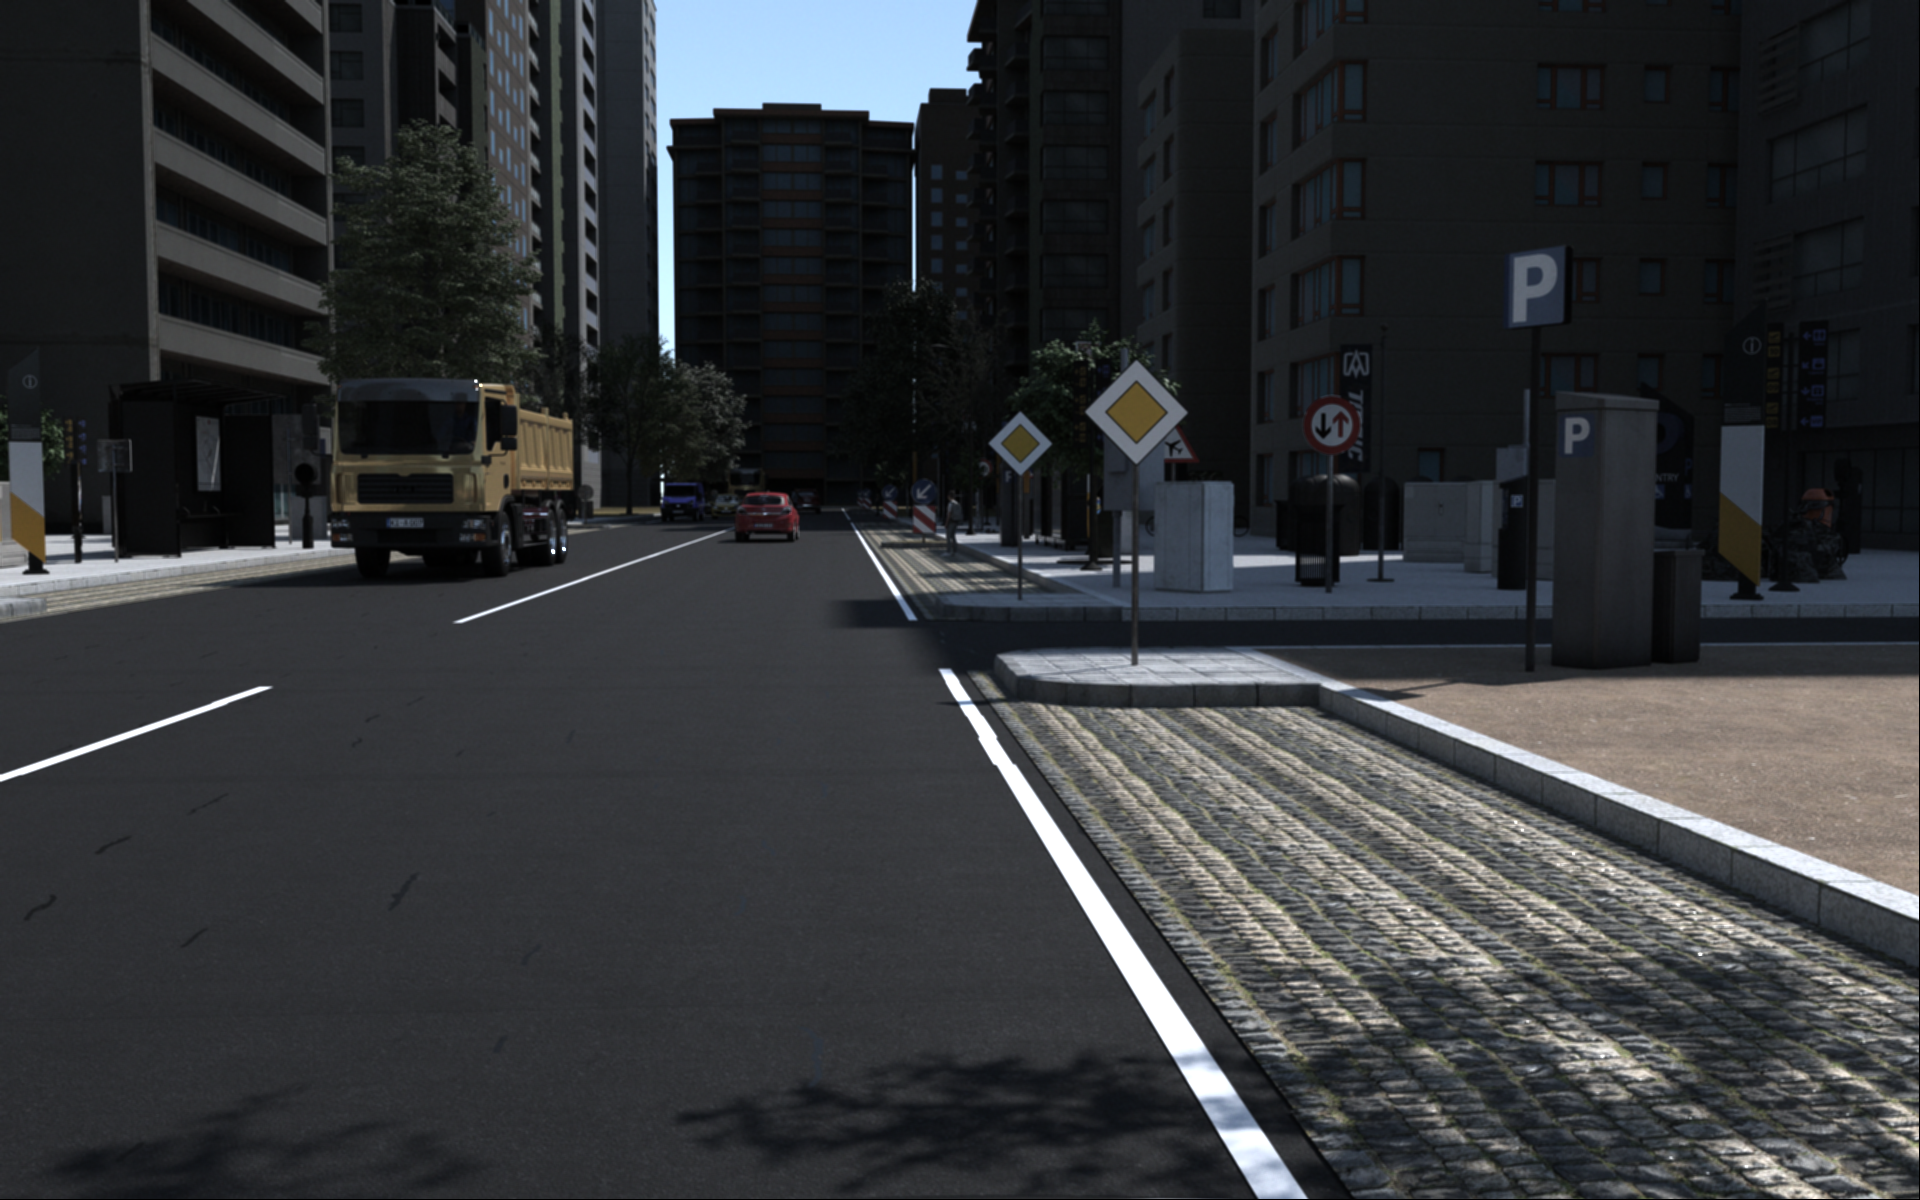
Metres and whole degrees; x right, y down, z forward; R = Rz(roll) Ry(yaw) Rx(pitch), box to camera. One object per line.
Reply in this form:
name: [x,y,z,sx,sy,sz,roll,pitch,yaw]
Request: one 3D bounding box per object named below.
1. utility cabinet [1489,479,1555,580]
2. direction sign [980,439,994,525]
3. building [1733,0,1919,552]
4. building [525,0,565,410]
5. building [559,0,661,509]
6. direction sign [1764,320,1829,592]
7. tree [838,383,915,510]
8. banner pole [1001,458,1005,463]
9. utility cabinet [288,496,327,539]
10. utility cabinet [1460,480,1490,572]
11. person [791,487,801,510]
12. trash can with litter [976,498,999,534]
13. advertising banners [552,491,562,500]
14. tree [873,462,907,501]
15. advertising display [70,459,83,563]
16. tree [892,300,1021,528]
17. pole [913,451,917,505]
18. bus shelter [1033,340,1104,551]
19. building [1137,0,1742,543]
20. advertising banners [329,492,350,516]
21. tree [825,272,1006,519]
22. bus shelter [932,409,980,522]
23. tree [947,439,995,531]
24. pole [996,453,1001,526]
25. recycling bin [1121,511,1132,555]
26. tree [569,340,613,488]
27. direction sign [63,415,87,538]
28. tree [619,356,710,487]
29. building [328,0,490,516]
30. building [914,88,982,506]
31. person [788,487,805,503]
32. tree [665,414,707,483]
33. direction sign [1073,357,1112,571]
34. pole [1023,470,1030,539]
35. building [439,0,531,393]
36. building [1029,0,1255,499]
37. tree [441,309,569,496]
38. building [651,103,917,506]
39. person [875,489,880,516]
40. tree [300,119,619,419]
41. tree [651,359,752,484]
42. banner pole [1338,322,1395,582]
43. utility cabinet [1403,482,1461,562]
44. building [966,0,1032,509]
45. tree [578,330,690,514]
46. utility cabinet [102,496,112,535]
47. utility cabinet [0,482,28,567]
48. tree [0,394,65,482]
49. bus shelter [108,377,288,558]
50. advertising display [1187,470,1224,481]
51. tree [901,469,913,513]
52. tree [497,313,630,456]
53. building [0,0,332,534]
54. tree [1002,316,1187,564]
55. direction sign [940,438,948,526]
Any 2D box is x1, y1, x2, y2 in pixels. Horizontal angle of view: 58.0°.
utility cabinet: [8.588,-1.067,26.117,0.318,1.500,1.173,-2,4,-30]
direction sign: [1.111,-4.831,70.987,0.379,3.537,0.876,3,5,41]
building: [27.347,-21.650,37.568,14.086,41.232,14.154,0,4,-4]
building: [-37.646,-27.235,128.893,14.154,41.232,14.086,0,4,-4]
building: [-48.236,-39.857,193.655,28.212,58.520,21.231,0,4,-4]
direction sign: [10.929,-1.887,22.857,0.876,3.537,0.379,2,4,35]
tree: [-6.125,-13.234,142.131,9.928,11.665,9.643,0,3,0]
banner pole: [1.873,-5.070,72.905,0.401,3.779,0.863,-1,4,-22]
utility cabinet: [-18.609,-2.339,49.405,1.020,1.237,0.306,0,4,5]
utility cabinet: [8.731,-1.209,28.448,1.173,1.500,0.318,-3,5,-42]
person: [-9.747,-5.762,102.701,0.705,1.826,1.348,1,4,14]
trash can with litter: [1.336,-2.789,56.650,1.678,1.210,2.233,-2,4,-31]
advertising banners: [-17.762,-4.921,76.643,0.090,3.025,2.074,0,4,0]
tree: [-6.268,-10.526,155.806,4.285,4.588,4.351,0,3,0]
advertising display: [-16.555,-1.668,32.481,0.123,1.923,0.974,-1,4,-23]
tree: [0.516,-6.993,64.694,4.360,8.622,3.978,0,3,0]
pole: [-2.162,-5.448,82.919,0.158,3.312,0.155,0,3,0]
bus shelter: [2.838,-3.996,42.971,2.179,5.291,8.768,0,4,-4]
building: [22.374,-13.158,60.172,27.650,21.520,28.899,0,4,-4]
advertising banners: [-23.661,-4.332,67.017,0.090,3.025,2.074,1,4,21]
tree: [-2.211,-10.558,89.631,9.611,12.733,9.660,0,3,0]
bus shelter: [-0.090,-6.223,79.374,2.179,5.291,8.768,0,4,-4]
tree: [0.443,-4.026,60.430,1.663,3.219,1.824,0,3,0]
pole: [1.580,-4.679,70.342,0.158,3.312,0.155,0,3,0]
recycling bin: [3.416,-1.487,36.860,0.722,1.027,0.722,0,4,2]
tree: [-18.865,-8.040,81.821,4.360,8.622,3.978,0,3,0]
direction sign: [-25.694,-3.570,50.372,0.379,3.537,0.876,1,4,12]
tree: [-24.612,-13.714,142.357,7.486,12.596,7.792,0,3,0]
building: [-35.769,-20.115,100.588,14.160,30.474,14.107,0,4,-4]
building: [2.344,-33.330,195.055,14.200,45.320,14.600,0,4,-4]
person: [-9.984,-5.855,103.863,1.348,1.869,0.705,0,4,-6]
tree: [-24.952,-12.571,155.893,4.360,8.622,3.978,0,3,0]
direction sign: [2.214,-2.270,29.119,0.379,3.537,0.876,-3,5,-41]
pole: [1.910,-3.415,49.672,0.158,3.312,0.155,0,3,0]
building: [-36.875,-28.413,114.671,14.600,45.320,14.200,0,4,-4]
building: [11.040,-20.559,107.840,14.160,30.474,14.107,0,4,-4]
tree: [-17.991,-7.088,66.253,4.360,8.622,3.978,0,3,0]
building: [-19.623,-33.176,197.053,28.867,44.769,22.147,0,4,-4]
person: [-5.423,-6.305,112.305,0.721,1.735,1.217,0,4,-7]
tree: [-16.055,-8.240,52.858,7.486,12.596,7.792,0,3,0]
tree: [-24.841,-15.734,163.903,9.857,13.997,8.962,0,3,0]
banner pole: [5.963,-2.165,25.414,0.863,3.779,0.401,1,4,12]
utility cabinet: [8.936,-1.456,32.484,1.173,1.500,0.318,1,4,22]
building: [12.026,-30.282,149.731,22.147,44.769,28.867,0,4,-4]
tree: [-20.851,-11.230,109.372,9.928,11.665,9.643,0,3,0]
utility cabinet: [-26.359,-2.641,54.338,1.020,1.237,0.306,1,4,12]
utility cabinet: [-16.763,-1.329,30.401,0.318,1.500,1.173,0,4,-7]
tree: [-28.864,-4.225,52.788,4.285,4.588,4.351,0,3,0]
bus shelter: [-16.468,-2.847,37.824,1.731,3.624,6.357,0,4,-4]
advertising display: [6.648,-2.552,46.940,0.974,1.923,0.123,1,4,12]
tree: [-3.104,-7.631,119.366,1.663,3.219,1.824,0,3,0]
tree: [-20.625,-9.511,89.911,7.601,10.594,8.767,0,4,6]
building: [-37.274,-26.921,63.858,21.300,48.544,21.600,0,4,-4]
tree: [2.490,-2.965,32.194,4.285,4.588,4.351,0,3,0]
direction sign: [-0.615,-4.771,69.996,0.379,3.537,0.876,1,4,17]
